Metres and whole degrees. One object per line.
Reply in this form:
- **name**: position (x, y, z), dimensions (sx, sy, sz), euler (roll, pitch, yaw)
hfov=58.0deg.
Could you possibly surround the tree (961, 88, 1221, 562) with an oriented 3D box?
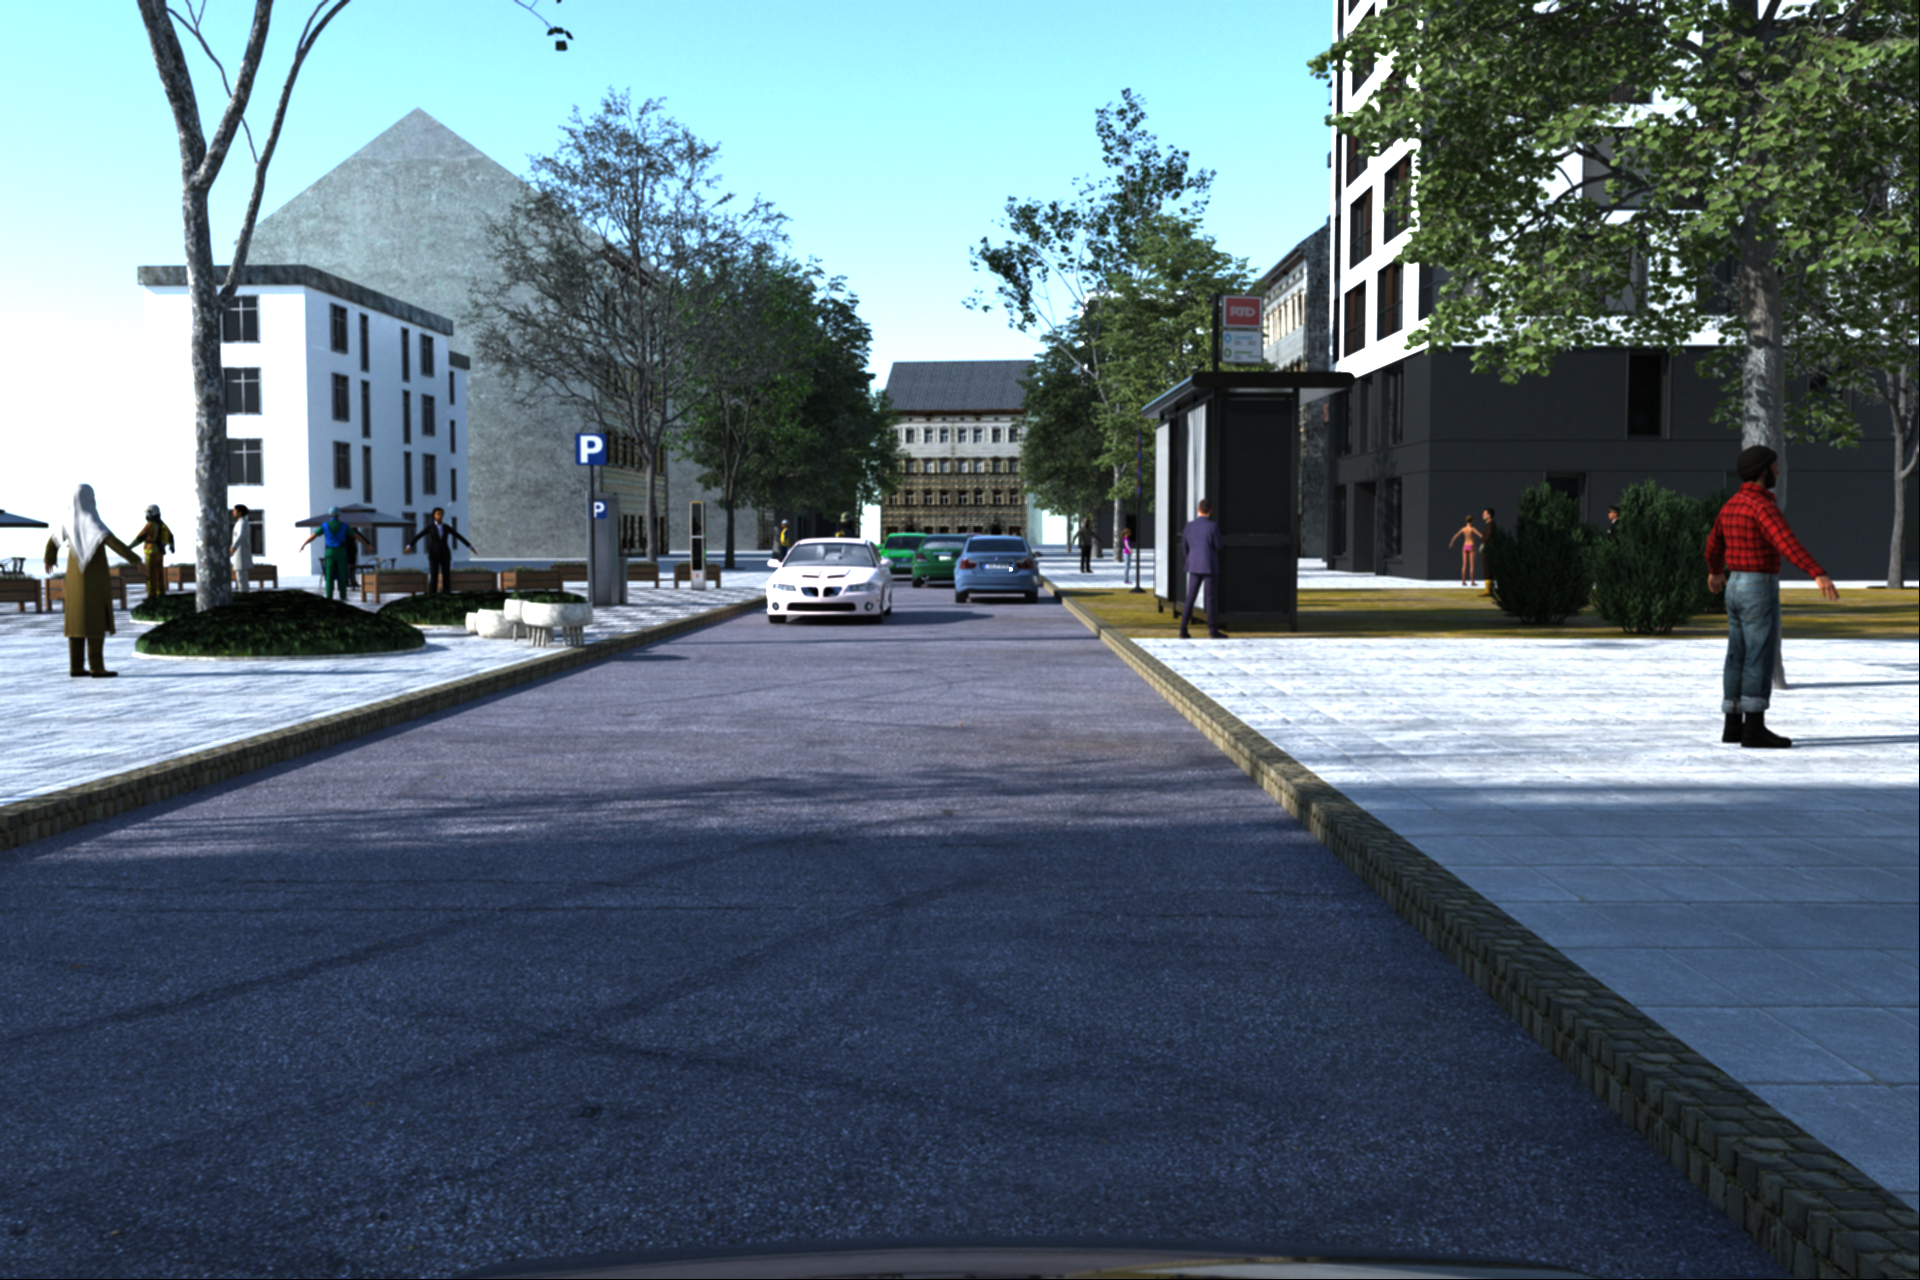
- **tree**: position (6.346, -13.499, 76.592), dimensions (12.611, 20.169, 13.585), euler (0, 3, 0)

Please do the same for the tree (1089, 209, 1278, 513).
- **tree**: position (7.906, -8.750, 61.185), dimensions (7.486, 12.596, 7.792), euler (0, 3, 0)

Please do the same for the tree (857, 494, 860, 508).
- **tree**: position (-13.588, -16.089, 213.409), dimensions (4.360, 8.622, 3.978), euler (0, 3, 0)

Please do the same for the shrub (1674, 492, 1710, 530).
- **shrub**: position (12.833, -1.599, 30.560), dimensions (1.690, 2.028, 1.600), euler (0, 3, 0)

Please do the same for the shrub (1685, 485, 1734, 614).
- **shrub**: position (12.290, -1.473, 28.119), dimensions (1.661, 2.075, 1.752), euler (0, 3, 0)

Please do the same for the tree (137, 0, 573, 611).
- **tree**: position (-8.299, -10.004, 19.452), dimensions (12.611, 20.169, 13.585), euler (0, 3, 0)

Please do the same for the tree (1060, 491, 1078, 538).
- **tree**: position (14.063, -16.424, 218.899), dimensions (4.737, 8.622, 4.395), euler (0, 3, 0)

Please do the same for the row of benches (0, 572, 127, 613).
- **row of benches**: position (-15.480, -0.770, 28.047), dimensions (1.422, 0.672, 4.104), euler (2, 4, 35)

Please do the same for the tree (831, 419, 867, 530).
- **tree**: position (-7.287, -9.335, 102.988), dimensions (4.737, 8.622, 4.395), euler (0, 3, 0)

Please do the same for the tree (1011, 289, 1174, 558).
- **tree**: position (7.342, -11.320, 91.731), dimensions (9.857, 13.997, 8.962), euler (0, 3, 0)

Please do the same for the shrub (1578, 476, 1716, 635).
- **shrub**: position (8.809, -1.088, 22.200), dimensions (1.690, 2.028, 1.600), euler (0, 3, 0)

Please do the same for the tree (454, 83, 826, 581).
- **tree**: position (-8.589, -8.391, 47.557), dimensions (12.009, 13.543, 11.850), euler (0, 3, 0)

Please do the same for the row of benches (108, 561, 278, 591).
- **row of benches**: position (-17.598, -1.475, 39.574), dimensions (1.422, 0.672, 4.104), euler (2, 4, 34)

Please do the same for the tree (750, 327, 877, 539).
- **tree**: position (-8.226, -10.816, 94.965), dimensions (7.486, 12.596, 7.792), euler (0, 3, 0)

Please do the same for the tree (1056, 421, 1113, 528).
- **tree**: position (7.523, -9.329, 102.890), dimensions (4.737, 8.622, 4.395), euler (0, 3, 0)

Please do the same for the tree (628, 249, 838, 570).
- **tree**: position (-8.317, -8.374, 62.663), dimensions (9.928, 11.665, 9.643), euler (0, 3, 0)

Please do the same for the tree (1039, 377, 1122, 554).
- **tree**: position (8.391, -11.397, 112.099), dimensions (9.928, 11.665, 9.643), euler (0, 3, 0)

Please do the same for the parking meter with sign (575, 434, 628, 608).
- **parking meter with sign**: position (-6.351, -2.120, 30.928), dimensions (0.543, 3.016, 1.738), euler (0, 4, 3)

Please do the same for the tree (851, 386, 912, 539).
- **tree**: position (-7.240, -11.990, 121.799), dimensions (9.928, 11.665, 9.643), euler (0, 3, 0)

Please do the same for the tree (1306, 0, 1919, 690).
- **tree**: position (6.293, -5.865, 14.014), dimensions (7.486, 12.596, 7.792), euler (0, 3, 0)

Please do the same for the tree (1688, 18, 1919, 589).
- **tree**: position (22.078, -7.940, 40.184), dimensions (12.009, 13.543, 11.850), euler (0, 3, 0)

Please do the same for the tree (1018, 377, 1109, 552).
- **tree**: position (7.685, -12.456, 121.781), dimensions (7.486, 12.596, 7.792), euler (0, 3, 0)

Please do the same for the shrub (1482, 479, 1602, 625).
- **shrub**: position (8.292, -1.260, 24.649), dimensions (1.661, 2.075, 1.752), euler (0, 3, 0)

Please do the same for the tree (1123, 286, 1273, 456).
- **tree**: position (7.315, -6.196, 51.670), dimensions (4.737, 8.622, 4.395), euler (0, 3, 0)

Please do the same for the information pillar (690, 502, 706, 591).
- **information pillar**: position (-5.951, -2.133, 39.372), dimensions (0.304, 2.012, 0.304), euler (0, 4, 2)

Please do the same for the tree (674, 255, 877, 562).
- **tree**: position (-8.462, -10.574, 79.538), dimensions (9.857, 13.997, 8.962), euler (0, 3, 0)

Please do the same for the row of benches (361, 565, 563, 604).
- **row of benches**: position (-9.646, -1.103, 33.490), dimensions (4.104, 0.672, 1.422), euler (-3, 5, -43)

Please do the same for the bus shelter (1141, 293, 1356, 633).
- **bus shelter**: position (4.032, -2.996, 26.624), dimensions (2.179, 5.291, 8.768), euler (0, 4, 0)

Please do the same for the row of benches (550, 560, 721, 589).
- **row of benches**: position (-7.727, -1.550, 40.798), dimensions (4.104, 0.672, 1.422), euler (-1, 4, -12)

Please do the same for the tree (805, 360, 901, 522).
- **tree**: position (-7.574, -11.875, 112.291), dimensions (7.486, 12.596, 7.792), euler (0, 3, 0)
